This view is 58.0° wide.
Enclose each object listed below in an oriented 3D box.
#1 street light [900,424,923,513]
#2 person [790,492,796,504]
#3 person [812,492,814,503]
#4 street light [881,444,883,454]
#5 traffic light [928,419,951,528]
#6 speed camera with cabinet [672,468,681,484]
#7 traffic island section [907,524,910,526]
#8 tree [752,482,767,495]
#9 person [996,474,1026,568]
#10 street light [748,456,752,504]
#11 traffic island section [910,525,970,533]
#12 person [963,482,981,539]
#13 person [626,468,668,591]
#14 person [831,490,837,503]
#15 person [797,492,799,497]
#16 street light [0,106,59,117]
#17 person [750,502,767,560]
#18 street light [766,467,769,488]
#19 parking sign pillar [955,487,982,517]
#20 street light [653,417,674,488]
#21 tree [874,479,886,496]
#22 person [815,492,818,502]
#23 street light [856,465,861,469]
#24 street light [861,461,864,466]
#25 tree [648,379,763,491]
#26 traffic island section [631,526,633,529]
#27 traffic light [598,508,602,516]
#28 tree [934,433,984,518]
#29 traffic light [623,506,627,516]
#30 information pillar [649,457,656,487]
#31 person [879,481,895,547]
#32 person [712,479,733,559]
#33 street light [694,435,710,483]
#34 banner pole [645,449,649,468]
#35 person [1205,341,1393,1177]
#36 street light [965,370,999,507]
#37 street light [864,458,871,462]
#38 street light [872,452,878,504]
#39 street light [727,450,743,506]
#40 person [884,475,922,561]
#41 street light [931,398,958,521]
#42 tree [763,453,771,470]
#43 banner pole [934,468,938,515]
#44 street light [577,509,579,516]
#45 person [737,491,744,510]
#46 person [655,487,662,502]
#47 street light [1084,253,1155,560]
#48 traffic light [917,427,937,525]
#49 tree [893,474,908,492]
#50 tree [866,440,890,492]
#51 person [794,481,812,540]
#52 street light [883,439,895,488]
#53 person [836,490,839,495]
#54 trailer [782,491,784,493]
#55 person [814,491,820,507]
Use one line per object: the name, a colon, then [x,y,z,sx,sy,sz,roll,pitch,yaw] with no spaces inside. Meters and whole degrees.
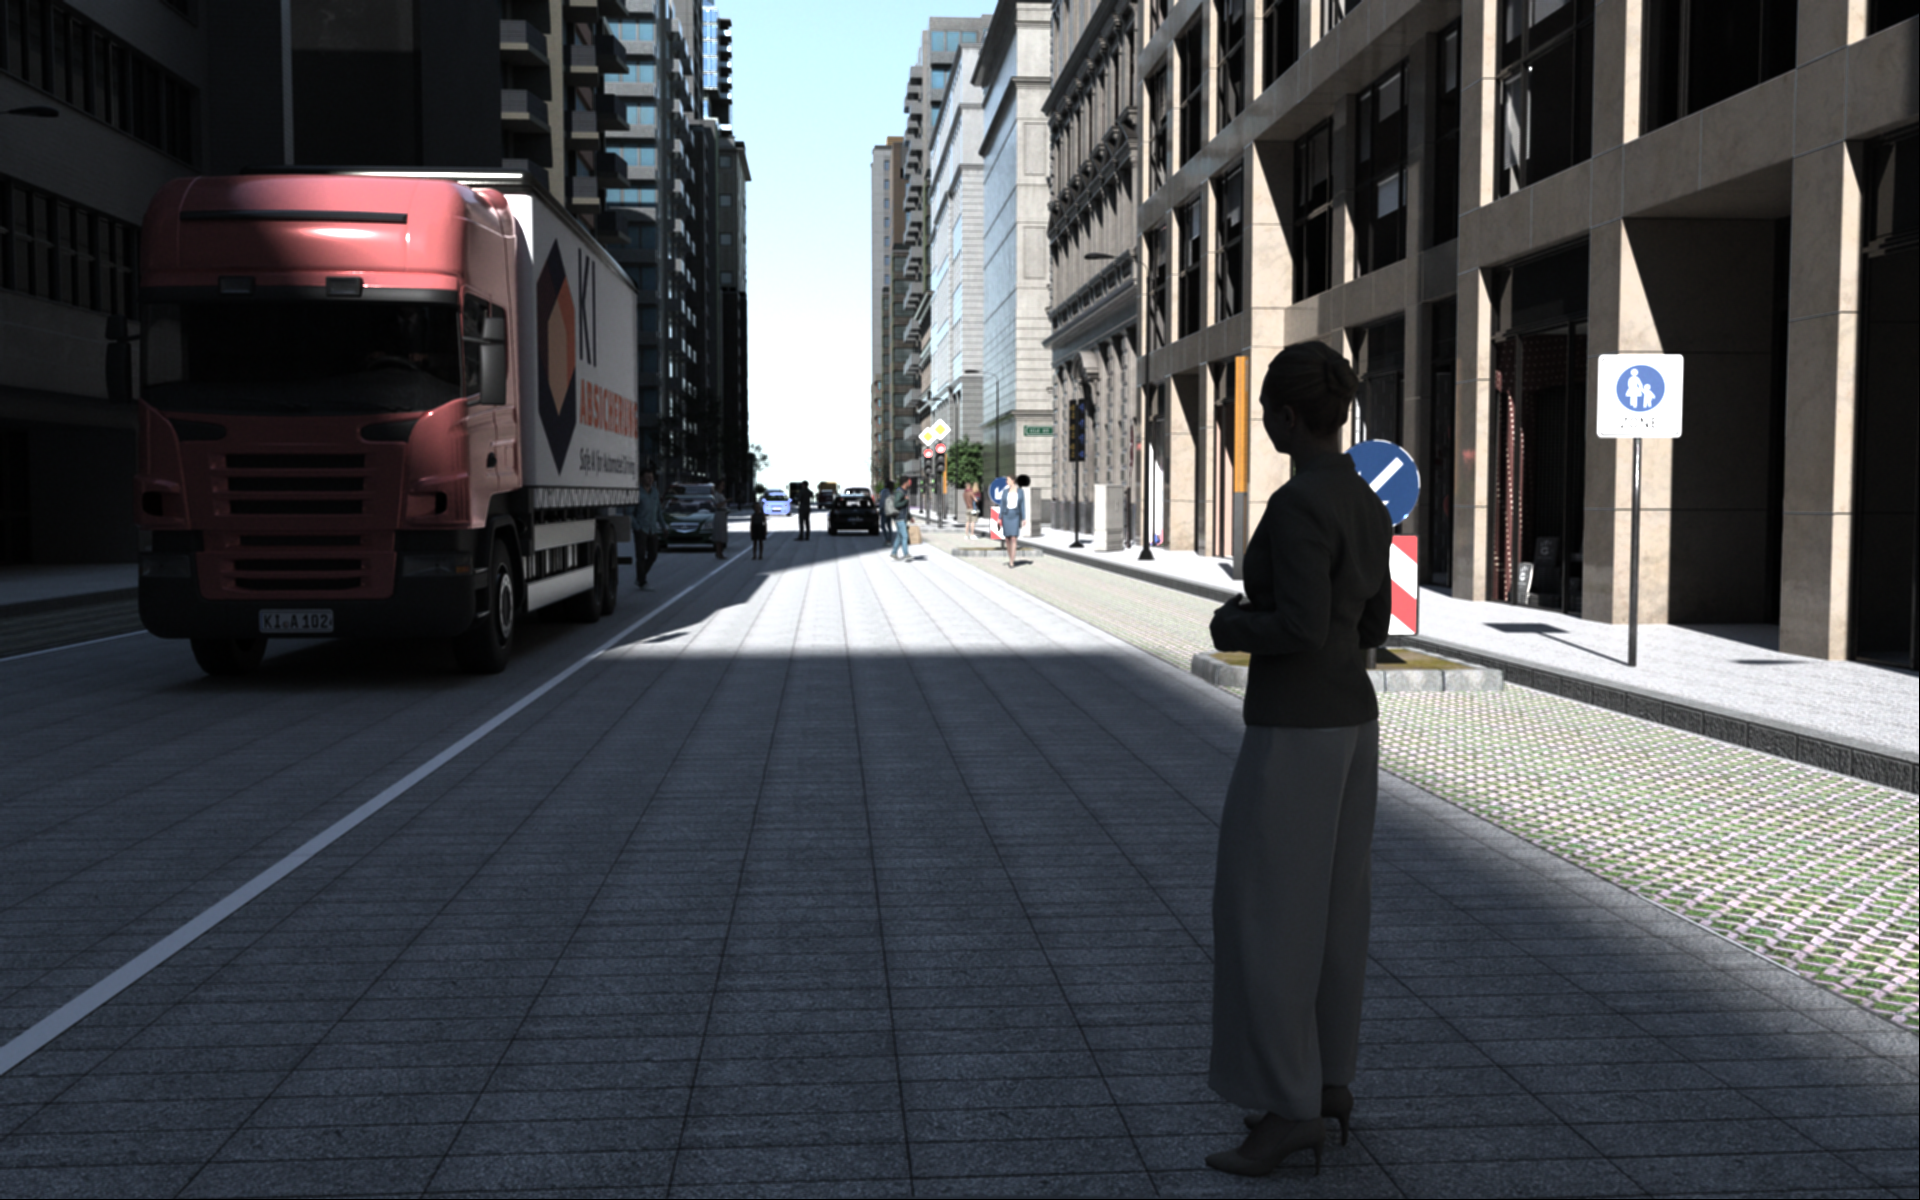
street light: [-3.128,-8.753,115.650,1.470,5.913,1.316,0,4,-4]
person: [-25.243,-15.426,261.427,1.217,1.735,0.721,2,4,34]
person: [-23.178,-16.154,272.761,0.705,1.807,1.348,1,4,9]
street light: [-6.652,-11.519,160.882,1.470,5.913,1.316,0,4,-4]
traffic light: [-0.762,-4.642,64.814,0.839,4.253,0.868,0,4,-4]
speed camera with cabinet: [-21.170,-8.477,132.940,0.660,3.252,2.038,3,5,42]
traffic island section: [-1.325,-3.096,72.893,2.009,0.180,2.903,0,4,-4]
tree: [-29.823,-16.015,256.446,1.663,3.219,1.824,0,3,0]
person: [1.029,-1.542,33.734,0.581,1.822,0.654,1,4,21]
street light: [-26.051,-14.614,211.480,1.470,5.913,1.316,0,4,-4]
traffic island section: [-0.721,-2.609,64.931,2.009,0.180,2.903,0,4,-4]
person: [0.390,-2.873,55.453,0.580,1.828,0.573,0,4,-1]
person: [-4.710,-1.058,25.824,0.620,1.820,0.660,2,4,34]
person: [-10.556,-8.366,145.629,0.623,1.781,0.721,-1,4,-11]
person: [-22.080,-13.859,236.016,0.541,1.710,0.530,-3,5,-44]
street light: [-11.479,-2.954,20.836,1.470,5.913,1.316,0,4,-4]
person: [-4.407,-1.512,37.887,0.362,1.253,0.373,0,4,-2]
street light: [-32.242,-19.637,293.601,1.470,5.913,1.316,0,4,-4]
parking sign pillar: [0.473,-6.587,96.167,1.447,3.967,1.447,-2,4,-34]
street light: [-17.863,-8.041,104.015,1.470,5.913,1.316,0,4,-4]
tree: [-9.906,-13.477,214.950,1.663,3.219,1.824,0,3,0]
person: [-24.942,-17.943,302.388,0.721,1.766,1.217,2,4,29]
street light: [-17.713,-20.460,307.061,1.470,5.913,1.316,0,4,-4]
street light: [-12.892,-16.590,243.779,1.470,5.913,1.316,0,4,-4]
tree: [-21.850,-12.677,141.677,8.767,10.594,7.601,1,4,14]
traffic island section: [-13.931,-3.038,71.945,2.009,0.180,2.903,0,4,-4]
traffic light: [-13.286,-4.583,63.851,0.839,4.253,0.868,0,4,-4]
tree: [0.371,-6.651,92.462,4.285,4.588,4.351,0,3,0]
traffic light: [-13.890,-5.070,71.814,0.839,4.253,0.868,0,4,-4]
information pillar: [-19.373,-7.203,109.117,0.504,3.616,0.183,2,4,25]
person: [-1.980,-2.355,47.277,0.793,1.790,0.793,0,4,3]
person: [-5.192,-1.774,38.068,0.524,1.755,0.480,1,4,9]
street light: [-20.211,-9.972,135.583,1.470,5.913,1.316,0,4,-4]
banner pole: [-17.548,-6.563,97.323,0.401,3.779,0.863,0,4,1]
person: [0.726,0.321,3.801,0.362,1.759,0.519,2,4,35]
street light: [0.865,-5.650,64.924,1.470,5.913,1.316,0,4,-4]
street light: [-11.320,-15.390,224.162,1.470,5.913,1.316,0,4,-4]
street light: [-8.923,-13.471,192.789,1.470,5.913,1.316,0,4,-4]
street light: [-23.554,-12.696,180.115,1.470,5.913,1.316,0,4,-4]
person: [-1.192,-1.730,36.775,0.713,1.824,0.794,2,4,27]
street light: [-0.697,-6.810,83.883,1.470,5.913,1.316,0,4,-4]
tree: [-28.160,-17.496,220.474,8.767,10.594,7.601,-1,4,-16]
banner pole: [-1.431,-7.006,104.568,0.401,3.779,0.863,-1,4,-16]
street light: [-15.475,-6.113,72.487,1.470,5.913,1.316,0,4,-4]
person: [-19.329,-8.750,152.284,0.721,1.735,1.217,-2,4,-34]
person: [-15.837,-5.026,90.852,0.590,1.801,0.661,0,4,2]
street light: [3.090,-3.731,33.538,1.470,5.913,1.316,0,4,-4]
traffic light: [-1.366,-5.129,72.776,0.839,4.253,0.868,0,4,-4]
tree: [-5.202,-9.809,154.975,1.663,3.219,1.824,0,3,0]
tree: [-10.515,-17.253,232.441,4.360,8.622,3.978,0,3,0]
person: [-4.889,-2.774,53.656,0.447,1.846,0.655,2,4,35]
street light: [-5.575,-10.678,147.130,1.470,5.913,1.316,0,4,-4]
person: [-13.649,-11.220,191.585,1.348,1.869,0.705,0,4,4]
trailer: [-30.780,-17.751,297.282,1.471,1.999,3.904,0,4,-3]
person: [-16.129,-11.606,198.393,1.348,1.807,0.705,-1,4,-17]
